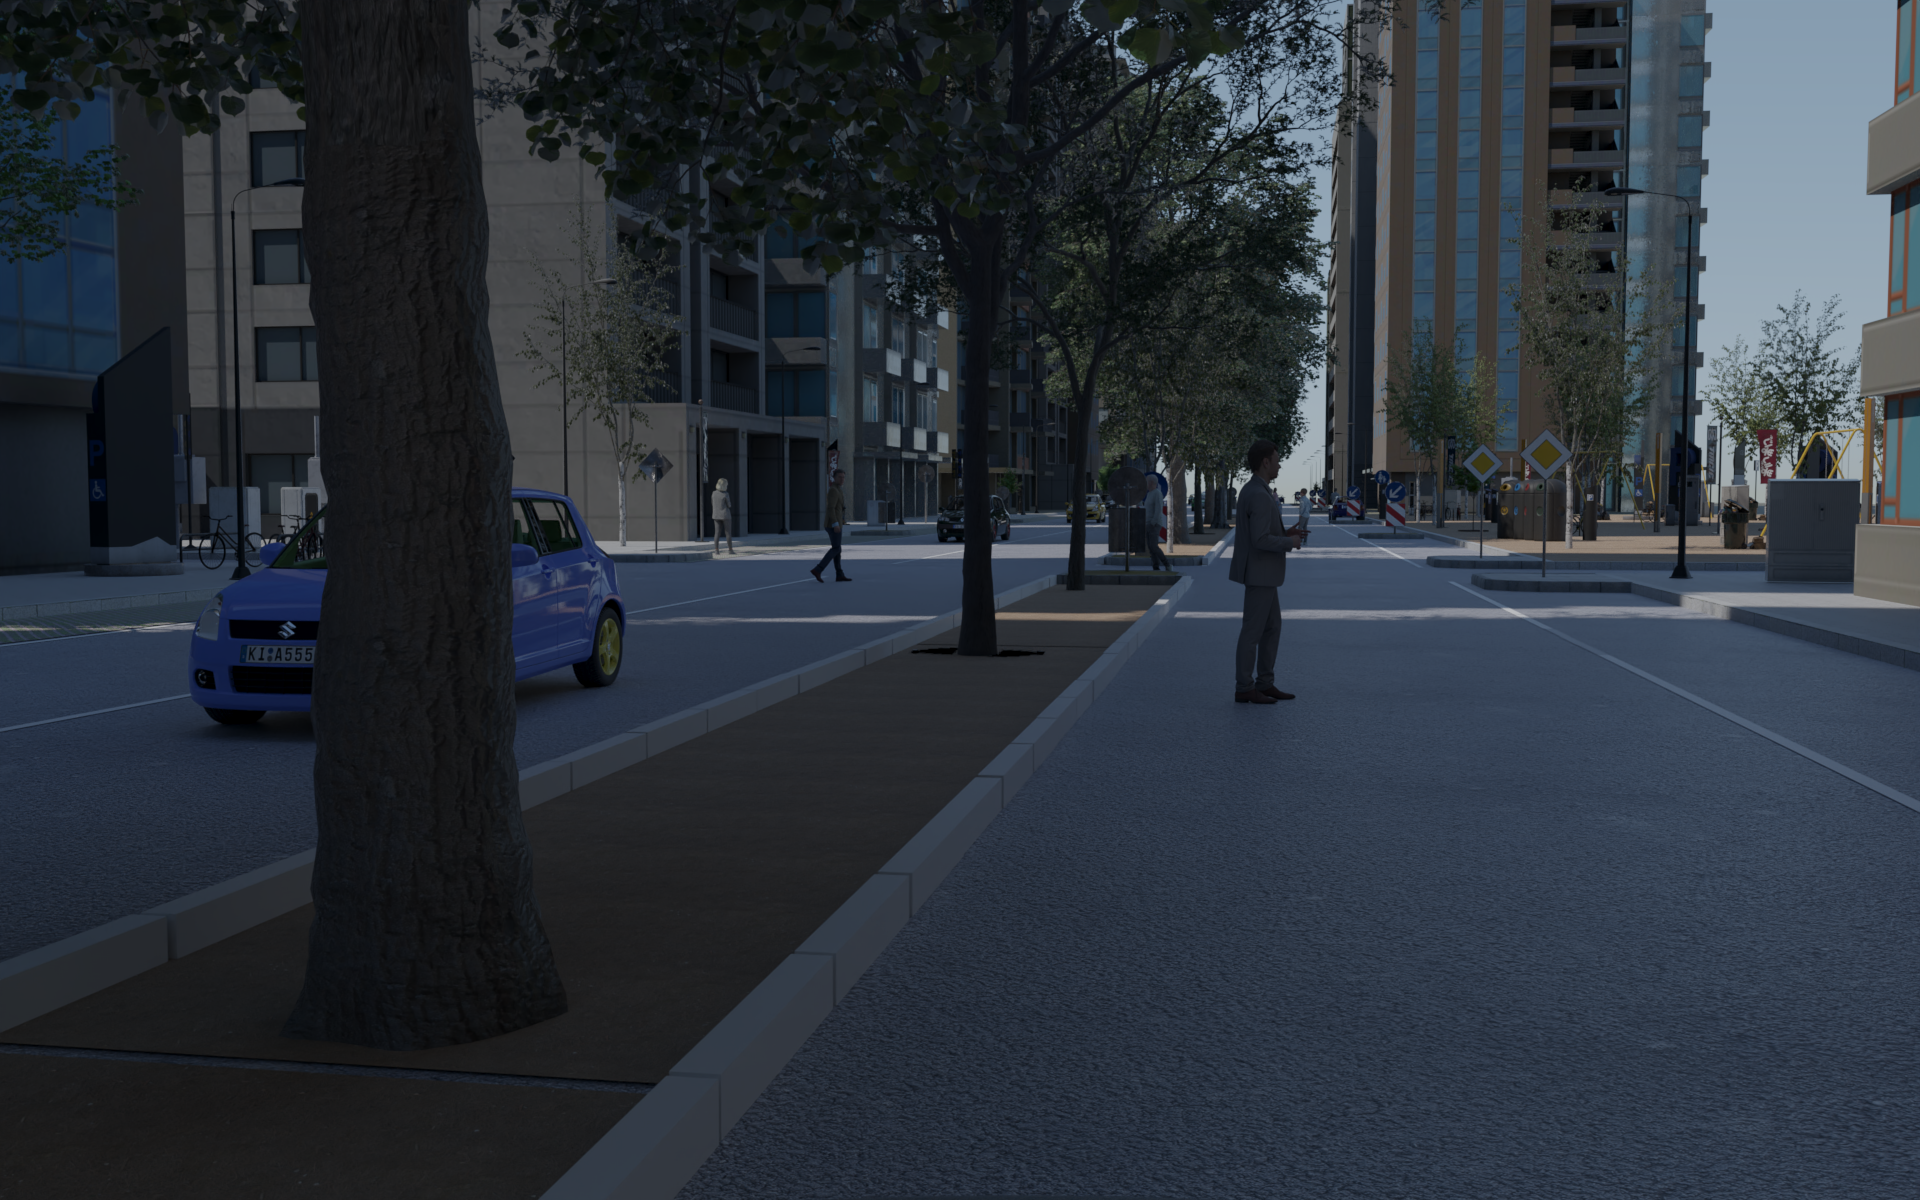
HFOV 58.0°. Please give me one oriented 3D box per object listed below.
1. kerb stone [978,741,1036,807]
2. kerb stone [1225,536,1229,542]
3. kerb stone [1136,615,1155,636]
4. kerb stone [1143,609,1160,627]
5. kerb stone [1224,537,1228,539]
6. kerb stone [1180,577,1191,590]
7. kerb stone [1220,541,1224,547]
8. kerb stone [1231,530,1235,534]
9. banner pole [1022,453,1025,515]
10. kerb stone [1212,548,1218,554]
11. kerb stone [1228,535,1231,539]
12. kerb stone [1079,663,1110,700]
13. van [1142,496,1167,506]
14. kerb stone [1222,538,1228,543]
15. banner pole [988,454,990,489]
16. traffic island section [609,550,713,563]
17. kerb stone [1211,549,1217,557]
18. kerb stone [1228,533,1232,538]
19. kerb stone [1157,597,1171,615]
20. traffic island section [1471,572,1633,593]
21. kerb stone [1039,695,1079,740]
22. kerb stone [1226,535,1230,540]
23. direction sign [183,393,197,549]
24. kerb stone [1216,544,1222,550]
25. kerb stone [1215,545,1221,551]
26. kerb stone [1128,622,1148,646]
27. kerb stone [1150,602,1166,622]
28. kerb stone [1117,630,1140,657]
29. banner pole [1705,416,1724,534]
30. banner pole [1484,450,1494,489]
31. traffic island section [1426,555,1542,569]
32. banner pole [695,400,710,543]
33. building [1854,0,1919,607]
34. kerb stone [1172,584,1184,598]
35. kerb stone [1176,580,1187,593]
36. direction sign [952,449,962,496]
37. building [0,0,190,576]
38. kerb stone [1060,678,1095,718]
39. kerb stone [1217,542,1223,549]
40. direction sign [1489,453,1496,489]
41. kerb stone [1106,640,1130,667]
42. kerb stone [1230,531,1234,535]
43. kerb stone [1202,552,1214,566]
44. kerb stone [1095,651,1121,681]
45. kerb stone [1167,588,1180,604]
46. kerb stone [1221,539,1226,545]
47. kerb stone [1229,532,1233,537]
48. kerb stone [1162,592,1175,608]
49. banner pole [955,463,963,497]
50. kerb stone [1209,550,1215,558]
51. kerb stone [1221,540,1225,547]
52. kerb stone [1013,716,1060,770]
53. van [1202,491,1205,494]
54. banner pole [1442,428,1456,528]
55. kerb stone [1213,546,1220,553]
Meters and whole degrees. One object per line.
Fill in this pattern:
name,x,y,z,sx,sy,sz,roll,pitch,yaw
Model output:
kerb stone,0.228,0.844,8.398,0.120,0.150,1.000,1,4,10
kerb stone,7.517,-1.658,49.331,0.120,0.150,1.000,1,4,10
kerb stone,1.848,0.287,17.510,0.120,0.150,1.000,1,4,10
kerb stone,2.025,0.227,18.520,0.120,0.150,1.000,1,4,10
kerb stone,7.341,-1.596,48.321,0.120,0.150,1.000,1,4,10
kerb stone,3.291,-0.208,25.592,0.120,0.150,1.000,1,4,10
kerb stone,6.619,-1.351,44.293,0.120,0.150,1.000,1,4,10
kerb stone,8.948,-2.153,57.390,0.120,0.150,1.000,1,4,10
banner pole,3.856,-7.060,105.452,0.401,3.779,0.863,0,4,-8
kerb stone,5.725,-1.042,39.248,0.120,0.150,1.000,1,4,10
kerb stone,7.876,-1.778,51.343,0.120,0.150,1.000,1,4,10
kerb stone,0.953,0.596,12.454,0.120,0.150,1.000,1,4,10
van,18.046,-9.527,160.151,2.240,2.365,5.245,1,4,12
kerb stone,7.166,-1.535,47.314,0.120,0.150,1.000,1,4,10
banner pole,1.300,-6.477,95.921,0.863,3.779,0.401,-3,4,-37
traffic island section,-6.609,-0.936,37.581,2.009,0.180,2.903,1,4,10
kerb stone,5.539,-0.981,38.229,0.120,0.150,1.000,1,4,10
kerb stone,8.237,-1.906,53.355,0.120,0.150,1.000,1,4,10
kerb stone,2.388,0.102,20.532,0.120,0.150,1.000,1,4,10
traffic island section,9.013,-0.270,26.693,2.009,0.180,2.903,1,4,10
kerb stone,0.586,0.720,10.431,0.120,0.150,1.000,1,4,10
kerb stone,7.687,-1.721,50.338,0.120,0.150,1.000,1,4,10
direction sign,-17.487,-2.891,39.267,0.379,3.537,0.876,-2,4,-32
kerb stone,6.258,-1.228,42.270,0.120,0.150,1.000,1,4,10
kerb stone,6.077,-1.163,41.264,0.120,0.150,1.000,1,4,10
kerb stone,1.669,0.348,16.504,0.120,0.150,1.000,1,4,10
kerb stone,2.207,0.163,19.526,0.120,0.150,1.000,1,4,10
kerb stone,1.486,0.410,15.492,0.120,0.150,1.000,1,4,10
banner pole,24.274,-4.017,55.702,0.863,3.779,0.401,-2,4,-25
banner pole,29.879,-6.606,98.020,0.863,3.779,0.401,2,4,30
traffic island section,10.414,-0.751,34.555,2.009,0.180,2.903,1,4,10
banner pole,-6.827,-3.434,46.169,0.401,3.779,0.863,0,4,7
building,22.382,-9.761,4.631,27.650,21.520,28.899,1,4,10
kerb stone,2.926,-0.084,23.562,0.120,0.150,1.000,1,4,10
kerb stone,3.105,-0.143,24.584,0.120,0.150,1.000,1,4,10
direction sign,-0.159,-5.825,87.228,0.379,3.537,0.876,-2,4,-34
building,-21.987,-22.883,24.251,14.200,45.320,14.600,1,4,10
kerb stone,0.766,0.658,11.438,0.120,0.150,1.000,1,4,10
kerb stone,6.439,-1.285,43.277,0.120,0.150,1.000,1,4,10
direction sign,29.611,-6.411,96.815,0.379,3.537,0.876,-2,4,-28
kerb stone,1.302,0.473,14.474,0.120,0.150,1.000,1,4,10
kerb stone,8.594,-2.025,55.377,0.120,0.150,1.000,1,4,10
kerb stone,5.180,-0.857,36.204,0.120,0.150,1.000,1,4,10
kerb stone,1.130,0.538,13.462,0.120,0.150,1.000,1,4,10
kerb stone,2.739,-0.022,22.550,0.120,0.150,1.000,1,4,10
kerb stone,6.977,-1.475,46.306,0.120,0.150,1.000,1,4,10
kerb stone,8.413,-1.962,54.367,0.120,0.150,1.000,1,4,10
kerb stone,2.560,0.042,21.541,0.120,0.150,1.000,1,4,10
banner pole,-0.088,-7.480,112.309,0.863,3.779,0.401,-3,5,-43
kerb stone,5.359,-0.919,37.214,0.120,0.150,1.000,1,4,10
kerb stone,6.798,-1.410,45.300,0.120,0.150,1.000,1,4,10
kerb stone,0.410,0.782,9.413,0.120,0.150,1.000,1,4,10
van,35.500,-14.821,249.341,2.013,2.044,4.112,1,4,9
banner pole,18.487,-4.621,65.576,0.401,3.779,0.863,-1,4,-22
kerb stone,5.903,-1.103,40.257,0.120,0.150,1.000,1,4,10
